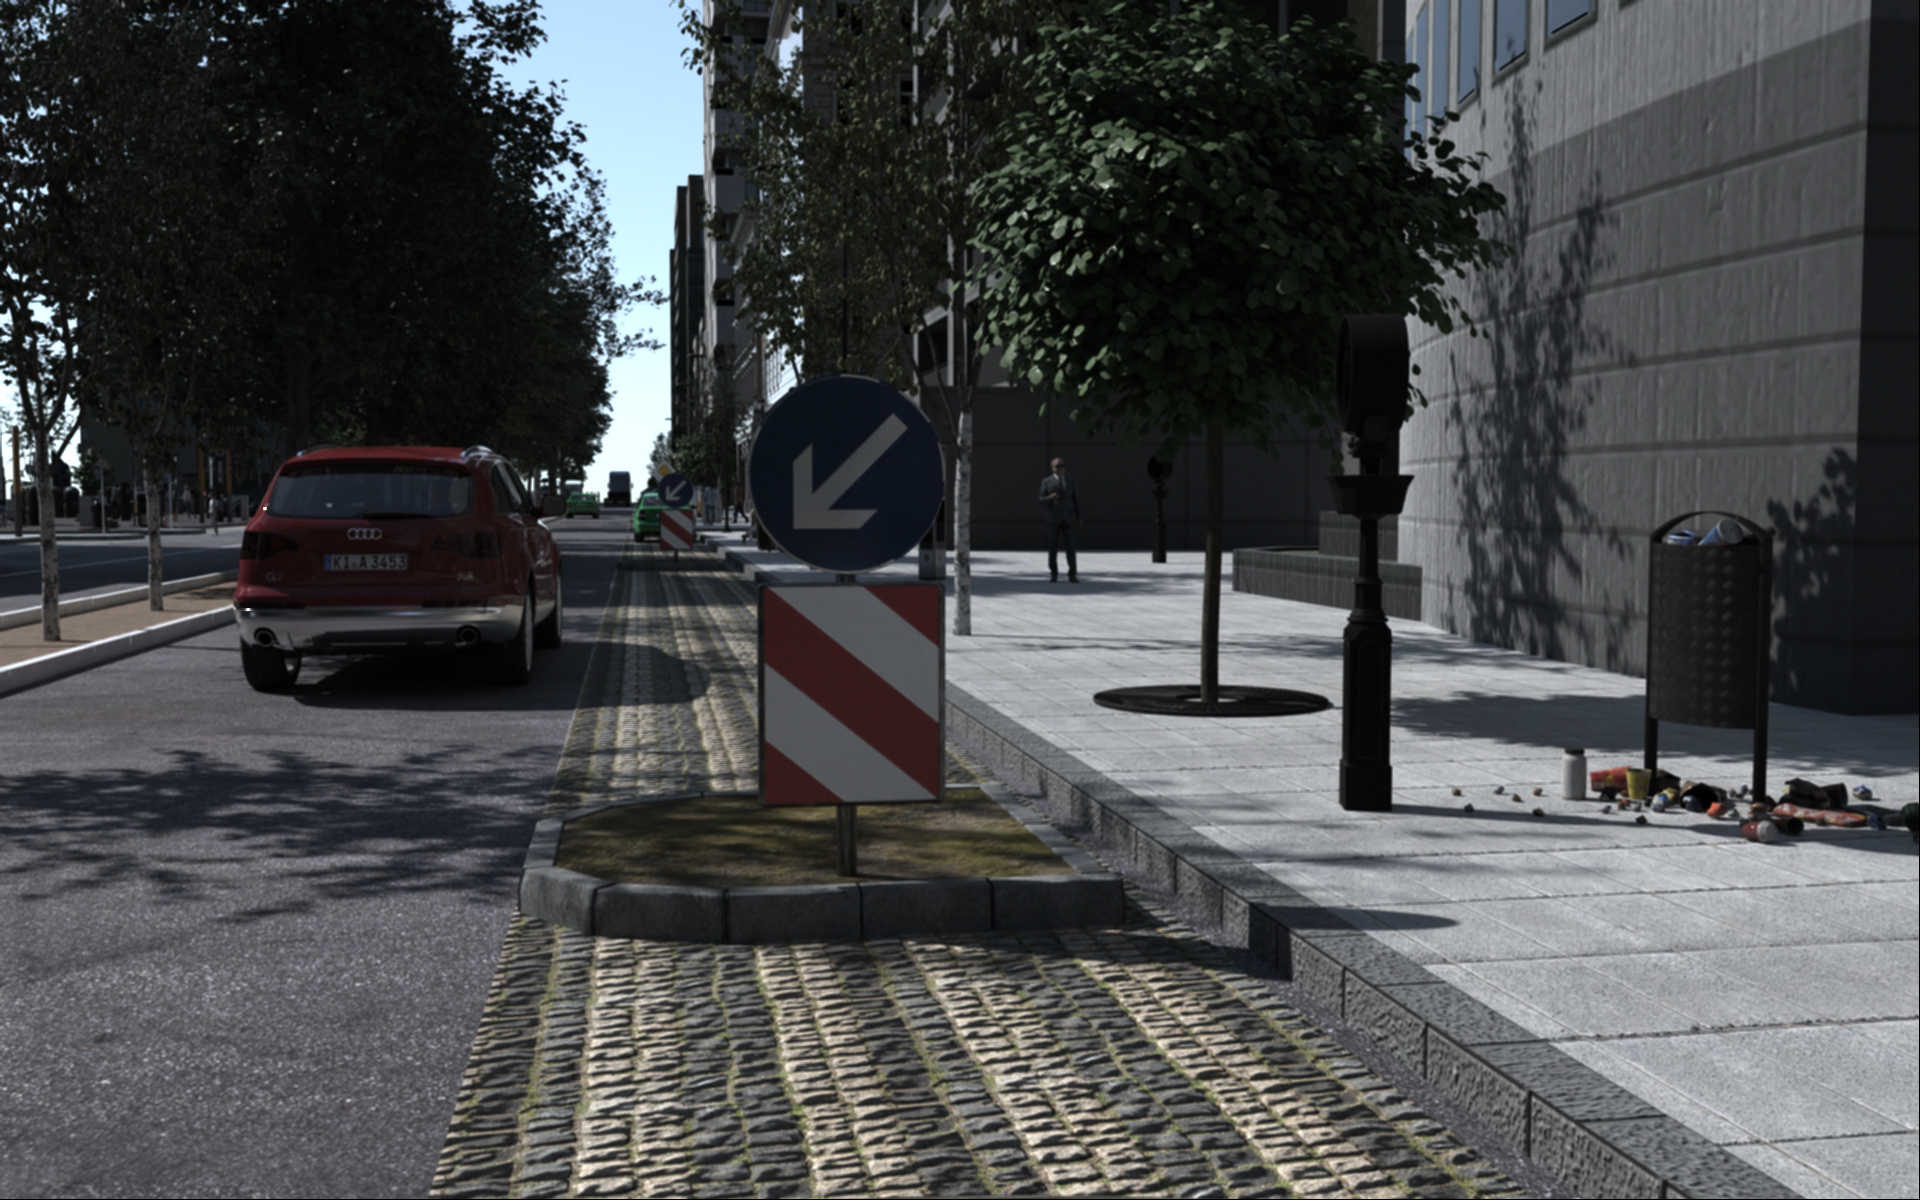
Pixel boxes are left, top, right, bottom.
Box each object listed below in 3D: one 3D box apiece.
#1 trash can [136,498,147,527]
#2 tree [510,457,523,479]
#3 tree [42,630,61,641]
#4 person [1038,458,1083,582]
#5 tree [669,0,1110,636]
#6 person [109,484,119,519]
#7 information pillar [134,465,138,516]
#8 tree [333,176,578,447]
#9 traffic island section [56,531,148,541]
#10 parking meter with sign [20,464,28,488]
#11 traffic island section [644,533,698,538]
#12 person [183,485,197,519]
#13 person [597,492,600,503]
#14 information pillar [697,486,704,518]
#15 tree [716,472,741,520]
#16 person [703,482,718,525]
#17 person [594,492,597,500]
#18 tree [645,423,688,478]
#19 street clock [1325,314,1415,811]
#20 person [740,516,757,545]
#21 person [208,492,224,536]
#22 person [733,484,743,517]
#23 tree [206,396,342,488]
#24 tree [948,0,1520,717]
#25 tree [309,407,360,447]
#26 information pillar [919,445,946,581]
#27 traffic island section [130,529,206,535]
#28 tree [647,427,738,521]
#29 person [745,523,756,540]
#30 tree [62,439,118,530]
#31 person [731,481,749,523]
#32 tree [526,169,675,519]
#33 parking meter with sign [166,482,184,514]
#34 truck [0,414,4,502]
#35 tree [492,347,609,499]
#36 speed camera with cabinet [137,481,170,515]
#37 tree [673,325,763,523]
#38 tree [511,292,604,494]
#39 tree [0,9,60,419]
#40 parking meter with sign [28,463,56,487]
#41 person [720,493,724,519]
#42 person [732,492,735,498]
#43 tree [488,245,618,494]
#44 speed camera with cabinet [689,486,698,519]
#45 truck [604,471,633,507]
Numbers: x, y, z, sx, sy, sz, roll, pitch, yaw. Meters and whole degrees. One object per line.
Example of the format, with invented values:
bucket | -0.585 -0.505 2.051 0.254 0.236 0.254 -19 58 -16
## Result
trash can | -31.646 -3.406 67.348 0.748 1.137 0.748 0 3 0
tree | -67.454 -19.082 262.350 4.737 8.622 4.395 0 3 0
tree | -8.765 -3.884 16.331 4.360 8.622 3.978 0 3 0
person | 1.476 -1.159 25.168 0.661 1.801 0.590 -1 4 -10
tree | -0.150 -3.994 15.667 4.737 8.622 4.395 0 3 0
person | -42.814 -4.981 87.670 0.473 1.802 0.592 1 4 10
information pillar | -47.984 -6.688 100.706 0.183 3.616 0.504 -3 5 -39
tree | -14.630 -7.806 48.220 7.486 12.596 7.792 0 3 0
traffic island section | -26.907 -1.962 54.357 2.009 0.180 2.903 -1 4 -10
parking meter with sign | -54.849 -6.448 101.690 1.738 3.016 0.543 3 5 39
traffic island section | -9.757 -2.156 57.525 2.009 0.180 2.903 -1 4 -10
person | -39.915 -5.084 89.831 0.598 1.740 0.731 -1 4 -10
person | -56.668 -16.074 271.307 0.705 1.824 1.348 0 4 5
information pillar | -15.853 -6.997 105.760 0.183 3.616 0.504 3 4 39
tree | -11.917 -5.586 85.926 1.663 3.219 1.824 0 3 0
person | -10.295 -3.982 71.420 0.793 1.790 0.793 2 4 30
person | -60.867 -17.112 289.096 1.217 1.723 0.721 2 4 35
tree | -37.235 -17.752 224.652 7.601 10.594 8.767 -1 4 -11
street clock | 1.660 -0.151 7.039 0.358 2.002 0.471 0 4 5
person | -5.081 -2.275 43.113 0.818 1.842 0.514 -1 4 -16
person | -25.450 -2.938 59.134 0.503 1.515 0.523 1 4 12
person | -12.390 -5.562 97.076 0.850 1.850 0.679 2 4 34
tree | -36.617 -9.646 92.125 7.601 10.594 8.767 1 4 20
tree | 1.550 -1.635 10.440 4.285 4.588 4.351 0 3 0
tree | -38.837 -9.503 105.737 4.737 8.622 4.395 0 3 0
information pillar | -0.414 -1.303 25.799 0.304 2.012 0.304 2 4 34
traffic island section | -28.365 -2.442 62.208 2.009 0.180 2.903 -1 4 -10
tree | -12.049 -6.020 82.142 4.285 4.588 4.351 0 3 0
person | -5.577 -2.569 47.886 0.795 1.843 0.661 0 4 6
tree | -30.753 -4.091 61.493 1.663 3.219 1.824 0 3 0
person | -9.650 -4.274 75.830 0.836 1.842 0.656 0 4 -5
tree | -23.197 -14.745 99.425 12.611 20.169 13.585 0 3 0
parking meter with sign | -51.012 -7.052 111.561 1.738 3.016 0.543 -2 4 -31
truck | -18.832 -2.409 28.298 2.839 4.237 11.283 -1 4 -12
tree | -22.423 -9.335 89.501 8.767 10.594 7.601 -1 4 -10
speed camera with cabinet | -49.869 -6.890 106.991 2.038 3.252 0.660 -2 4 -25
tree | -10.679 -7.700 76.257 4.360 8.622 3.978 0 3 0
tree | -21.252 -9.326 80.687 9.928 11.665 9.643 0 3 0
tree | -10.809 -6.637 27.986 9.611 12.733 9.660 0 3 0
parking meter with sign | -51.756 -6.214 97.852 0.543 3.016 1.738 0 4 -2
person | -12.430 -5.102 89.811 0.444 1.785 0.601 2 4 34
person | -18.271 -8.316 141.988 1.348 1.826 0.705 3 4 37
tree | -18.714 -9.872 70.518 9.857 13.997 8.962 0 3 0
speed camera with cabinet | -14.179 -5.954 91.682 0.660 3.252 2.038 -1 4 -8
truck | -39.242 -12.778 198.686 2.967 4.110 18.799 -1 4 -9
